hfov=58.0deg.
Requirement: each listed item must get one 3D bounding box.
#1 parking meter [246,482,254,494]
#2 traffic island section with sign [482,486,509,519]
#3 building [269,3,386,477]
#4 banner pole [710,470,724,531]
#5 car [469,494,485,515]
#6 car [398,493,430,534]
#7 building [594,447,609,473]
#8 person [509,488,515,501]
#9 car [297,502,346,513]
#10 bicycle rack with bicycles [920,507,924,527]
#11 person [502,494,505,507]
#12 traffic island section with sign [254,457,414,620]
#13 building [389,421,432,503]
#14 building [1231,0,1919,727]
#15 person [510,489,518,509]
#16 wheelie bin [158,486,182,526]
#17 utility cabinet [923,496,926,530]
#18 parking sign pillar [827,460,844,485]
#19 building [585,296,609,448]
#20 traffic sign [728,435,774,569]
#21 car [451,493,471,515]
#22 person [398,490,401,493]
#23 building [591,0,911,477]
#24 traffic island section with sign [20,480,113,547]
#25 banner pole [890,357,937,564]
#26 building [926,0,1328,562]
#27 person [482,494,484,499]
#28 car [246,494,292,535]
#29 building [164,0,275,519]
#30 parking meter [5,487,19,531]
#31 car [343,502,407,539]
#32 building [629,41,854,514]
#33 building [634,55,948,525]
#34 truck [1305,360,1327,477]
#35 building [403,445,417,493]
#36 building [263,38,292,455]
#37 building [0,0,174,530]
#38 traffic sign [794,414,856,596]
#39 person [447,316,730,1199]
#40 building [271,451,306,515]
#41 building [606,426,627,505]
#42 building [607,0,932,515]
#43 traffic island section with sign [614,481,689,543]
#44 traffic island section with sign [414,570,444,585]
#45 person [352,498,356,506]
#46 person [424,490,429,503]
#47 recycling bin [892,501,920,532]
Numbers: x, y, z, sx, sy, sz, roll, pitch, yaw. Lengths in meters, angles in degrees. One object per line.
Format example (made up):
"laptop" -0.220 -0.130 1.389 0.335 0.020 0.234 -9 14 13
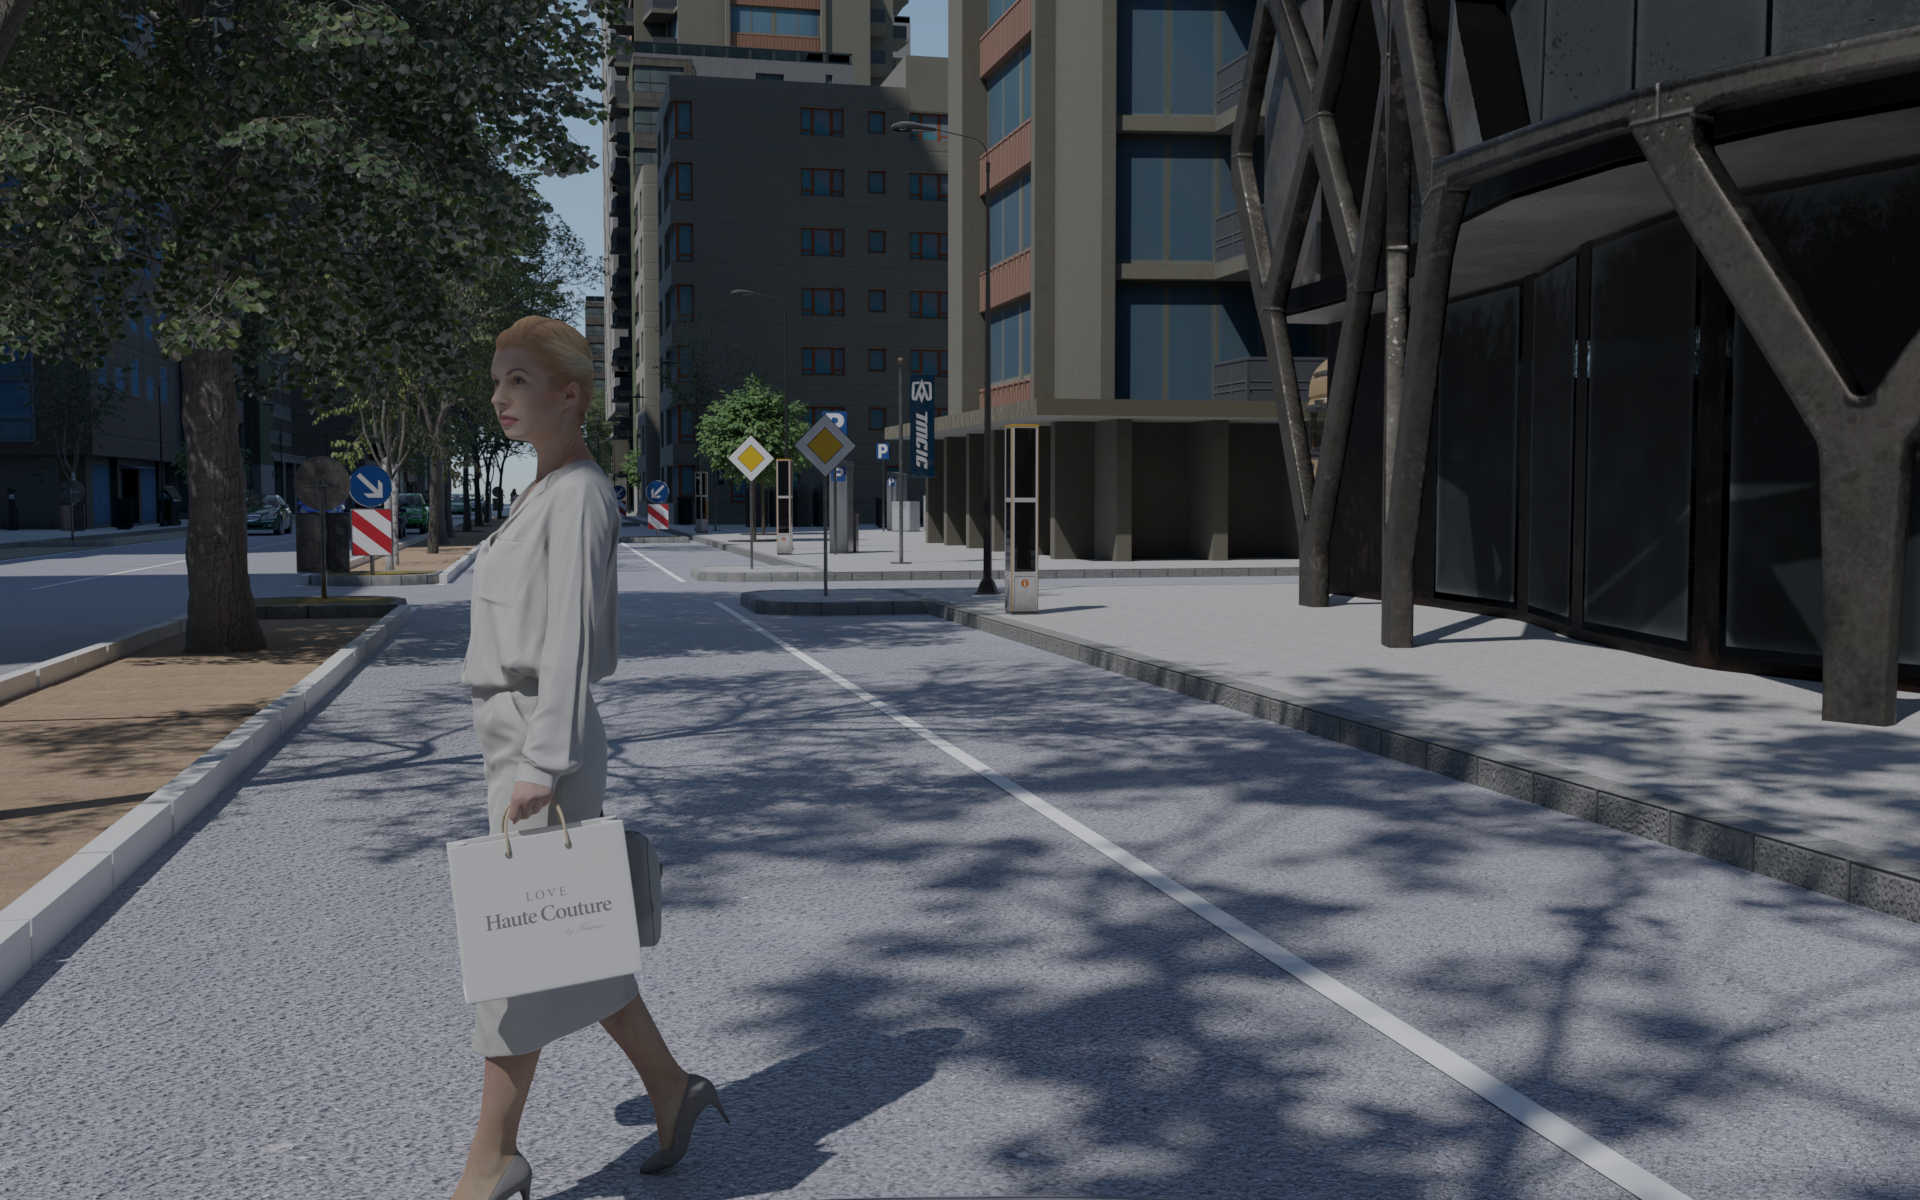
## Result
"parking meter" -35.090 -4.886 85.599 0.255 1.863 0.399 0 4 4
"traffic island section with sign" -26.959 -5.676 100.935 2.006 1.907 1.989 -1 4 -13
"building" -61.967 -32.166 149.617 21.300 48.544 21.600 -1 4 -13
"banner pole" -8.337 -4.265 59.749 0.401 3.779 0.863 -3 4 -37
"car" -34.450 -6.765 122.402 2.131 1.459 4.920 -1 4 -15
"car" -20.281 -3.318 63.049 1.959 1.807 4.718 -1 4 -15
"building" -37.741 -56.143 230.609 22.319 86.520 31.000 -1 4 -13
"person" -31.087 -6.870 120.765 0.705 1.831 1.348 -3 4 -37
"car" -27.481 -3.978 74.637 1.945 1.707 3.694 -1 4 -15
"bicycle rack with bicycles" -1.558 -3.427 69.418 2.925 0.926 2.852 -3 4 -38
"person" -52.529 -11.573 198.534 0.721 1.723 1.217 2 4 26
"traffic island section with sign" -7.683 -0.766 20.663 2.006 1.907 1.989 -1 4 -13
"building" -80.825 -34.025 239.907 14.154 41.232 14.086 -1 4 -13
"building" 11.670 -9.017 14.874 16.820 18.784 16.811 -1 4 -13
"person" -26.701 -5.787 103.779 0.621 1.740 0.551 1 4 20
"wheelie bin" -31.770 -3.772 69.586 0.693 1.594 0.980 0 4 8
"utility cabinet" -0.804 -3.092 61.716 1.020 1.237 0.306 2 4 34
"parking sign pillar" -5.087 -5.028 70.673 1.447 3.967 1.447 1 4 8
"building" -47.537 -29.445 253.126 14.160 30.474 14.107 -1 4 -13
"traffic sign" -3.560 -1.584 29.536 0.795 2.450 0.064 -1 4 -13
"car" -30.338 -5.821 103.972 1.959 1.807 4.718 -1 4 -13
"person" -41.877 -7.361 129.644 1.217 1.735 0.721 3 4 36
"building" -20.002 -35.261 165.762 28.713 52.752 27.495 -1 4 -13
"traffic island section with sign" -24.360 -2.369 47.353 1.989 1.847 2.006 -1 4 -13
"banner pole" -0.855 -2.559 31.853 0.863 3.779 0.401 0 4 -8
"building" 12.925 -23.797 43.707 28.867 44.769 22.147 -1 4 -13
"person" -51.335 -10.678 186.352 0.557 1.426 1.065 0 4 -4
"car" -24.840 -3.033 61.390 2.131 1.459 4.920 -1 4 -14
"building" -44.098 -19.413 89.109 14.160 30.474 14.107 -1 4 -13
"parking meter" -33.346 -3.211 60.914 0.372 1.533 0.369 0 3 0
"car" -19.049 -2.687 56.514 1.945 1.354 3.894 -1 4 -15
"building" -14.920 -21.045 115.780 14.160 30.474 14.107 -1 4 -13
"building" -1.866 -14.915 88.901 27.650 21.520 28.899 -1 4 -13
"truck" 10.691 -2.444 28.879 11.283 4.237 2.839 -1 4 -13
"building" -70.284 -33.530 198.330 14.600 45.320 14.200 -1 4 -13
"building" -62.904 -26.560 126.136 32.217 40.220 23.993 -1 4 -13
"building" -39.675 -25.473 66.598 14.600 45.320 14.200 -1 4 -13
"traffic sign" -1.695 -1.109 21.771 0.795 2.450 0.064 -1 4 -13
"person" -0.772 0.331 3.443 0.624 1.780 0.694 -1 4 -10
"building" -51.810 -40.777 104.954 20.563 71.187 20.611 -1 4 -13
"building" -33.491 -46.933 205.607 20.563 71.187 20.611 -1 4 -13
"building" -16.359 -29.540 137.610 22.147 44.769 28.867 -1 4 -13
"traffic island section with sign" -9.136 -2.620 51.458 1.989 1.847 2.006 -1 4 -13
"traffic island section with sign" -9.403 -1.207 27.868 2.006 1.907 1.989 -1 4 -13
"person" -22.779 -3.490 65.426 0.748 1.841 0.638 -3 5 -44
"person" -39.105 -7.181 126.699 0.721 1.735 1.217 -2 4 -26
"recycling bin" -1.841 -2.833 58.867 0.722 1.027 0.722 2 4 29
